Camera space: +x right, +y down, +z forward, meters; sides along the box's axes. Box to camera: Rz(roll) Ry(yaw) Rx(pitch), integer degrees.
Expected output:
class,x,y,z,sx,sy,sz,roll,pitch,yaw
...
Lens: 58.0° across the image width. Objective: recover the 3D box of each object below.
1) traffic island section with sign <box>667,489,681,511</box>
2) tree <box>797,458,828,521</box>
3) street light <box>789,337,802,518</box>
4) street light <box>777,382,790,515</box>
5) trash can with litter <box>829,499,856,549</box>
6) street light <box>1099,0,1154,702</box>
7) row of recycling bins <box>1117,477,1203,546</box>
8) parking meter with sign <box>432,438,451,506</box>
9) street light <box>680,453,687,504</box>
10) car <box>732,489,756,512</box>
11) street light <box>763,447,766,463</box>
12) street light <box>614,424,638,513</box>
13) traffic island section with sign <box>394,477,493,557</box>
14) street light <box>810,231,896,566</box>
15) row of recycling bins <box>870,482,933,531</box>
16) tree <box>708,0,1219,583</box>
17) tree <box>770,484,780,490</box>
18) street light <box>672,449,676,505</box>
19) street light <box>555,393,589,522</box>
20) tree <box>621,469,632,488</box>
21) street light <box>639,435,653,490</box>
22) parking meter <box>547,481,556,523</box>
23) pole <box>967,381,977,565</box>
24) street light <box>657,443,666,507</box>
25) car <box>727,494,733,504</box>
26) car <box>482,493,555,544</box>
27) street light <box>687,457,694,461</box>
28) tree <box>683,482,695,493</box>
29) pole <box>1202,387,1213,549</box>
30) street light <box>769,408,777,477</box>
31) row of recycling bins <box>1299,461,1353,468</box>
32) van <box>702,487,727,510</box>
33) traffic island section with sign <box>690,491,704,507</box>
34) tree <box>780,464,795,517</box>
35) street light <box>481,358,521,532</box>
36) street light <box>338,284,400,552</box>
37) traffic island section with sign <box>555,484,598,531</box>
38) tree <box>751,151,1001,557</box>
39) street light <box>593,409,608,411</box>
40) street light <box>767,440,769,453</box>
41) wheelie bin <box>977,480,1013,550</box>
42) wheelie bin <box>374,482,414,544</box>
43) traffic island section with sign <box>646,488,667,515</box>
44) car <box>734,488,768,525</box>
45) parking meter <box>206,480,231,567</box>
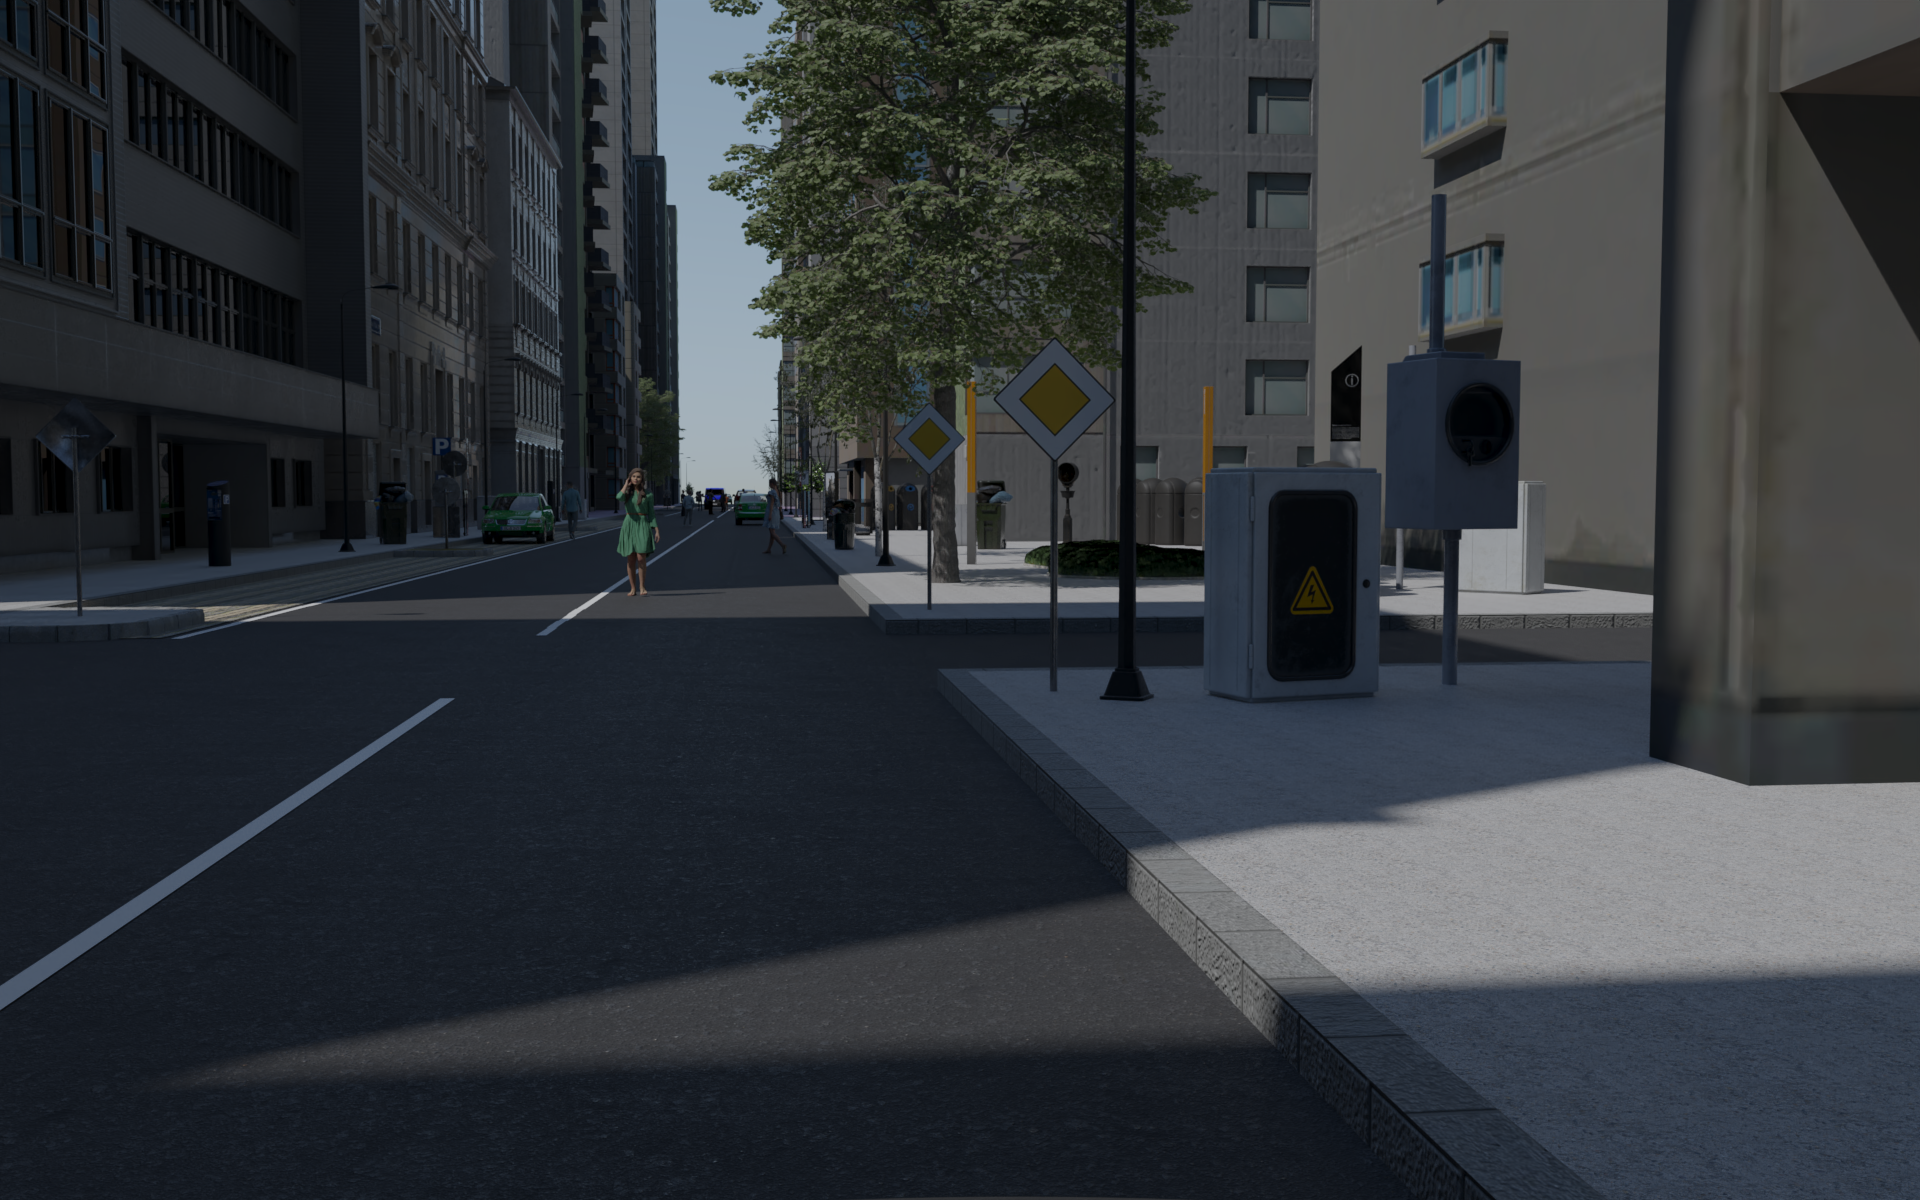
class,x,y,z,sx,sy,sz,roll,pitch,yaw
traffic island section with sign,-24.316,-8.297,144.280,1.989,1.847,2.006,0,4,-7
tree,-6.881,-5.437,83.489,1.663,3.219,1.824,0,3,0
street light,-4.223,-4.818,51.312,1.470,5.913,1.316,0,4,-7
street light,-6.723,-6.076,71.885,1.470,5.913,1.316,0,4,-7
trash can with litter,-2.751,-1.758,40.137,0.624,1.170,1.055,-1,4,-9
street light,0.510,-2.330,10.639,1.470,5.913,1.316,0,4,-7
row of recycling bins,5.191,-2.248,43.875,1.069,1.692,3.534,-2,4,-32
parking meter with sign,-15.788,-3.455,52.743,0.543,3.016,1.738,-1,4,-15
street light,-32.118,-13.729,197.002,1.470,5.913,1.316,0,4,-7
car,-17.226,-8.017,139.745,2.281,1.827,5.304,0,4,-7
street light,-15.986,-10.790,148.949,1.470,5.913,1.316,0,4,-7
street light,-22.290,-8.703,114.828,1.470,5.913,1.316,0,4,-7
traffic island section with sign,-11.865,-1.915,39.932,1.989,1.847,2.006,0,4,-7
street light,-1.862,-3.558,30.723,1.470,5.913,1.316,0,4,-7
row of recycling bins,-1.455,-3.326,61.485,3.534,1.692,1.069,-1,4,-18
tree,0.061,-6.499,24.392,7.486,12.596,7.792,0,3,0
tree,-14.756,-9.307,146.764,1.663,3.219,1.824,0,3,0
street light,-29.575,-12.464,176.326,1.470,5.913,1.316,0,4,-7
street light,-18.010,-6.556,79.737,1.470,5.913,1.316,0,4,-7
tree,-24.869,-8.335,130.879,1.663,3.219,1.824,0,3,0
street light,-24.701,-9.962,135.412,1.470,5.913,1.316,0,4,-7
parking meter,-18.051,-4.332,76.547,0.255,1.863,0.399,1,4,10
pole,0.214,-2.300,31.454,0.158,3.312,0.155,0,3,0
street light,-27.223,-11.220,155.982,1.470,5.913,1.316,0,4,-7
car,-33.011,-14.408,244.365,1.959,1.807,4.718,-1,4,-8
car,-12.940,-2.571,50.837,1.959,1.807,4.718,-1,4,-8
street light,-34.540,-14.994,217.685,1.470,5.913,1.316,0,4,-7
tree,-39.360,-15.678,250.934,1.663,3.219,1.824,0,3,0
pole,4.713,-2.392,32.954,0.158,3.312,0.155,0,3,0
street light,-9.426,-7.410,93.696,1.470,5.913,1.316,0,4,-7
row of recycling bins,4.791,-0.966,22.915,1.069,1.692,3.534,0,4,7
van,-22.429,-9.440,158.727,2.240,2.365,5.245,0,4,-5
traffic island section with sign,-34.029,-13.272,225.624,1.989,1.847,2.006,0,4,-7
tree,-8.938,-6.169,95.468,1.663,3.219,1.824,0,3,0
street light,-15.622,-5.289,59.017,1.470,5.913,1.316,0,4,-7
street light,-13.093,-4.028,38.393,1.470,5.913,1.316,0,4,-7
traffic island section with sign,-15.089,-3.574,67.060,1.989,1.847,2.006,0,4,-7
tree,-1.496,-5.190,35.217,4.360,8.622,3.978,0,3,0
street light,-19.858,-7.444,94.247,1.470,5.913,1.316,0,4,-7
street light,-11.084,-8.272,107.792,1.470,5.913,1.316,0,4,-7
wheelie bin,0.741,-1.971,40.138,0.980,1.594,0.693,1,4,13
wheelie bin,-14.450,-2.224,44.270,0.980,1.594,0.693,-2,4,-27
traffic island section with sign,-21.125,-6.660,117.514,1.989,1.847,2.006,0,4,-7
car,-9.611,-4.430,81.227,1.959,1.807,4.718,0,4,-6
parking meter,-13.164,-1.367,30.761,0.372,1.533,0.369,0,3,0
